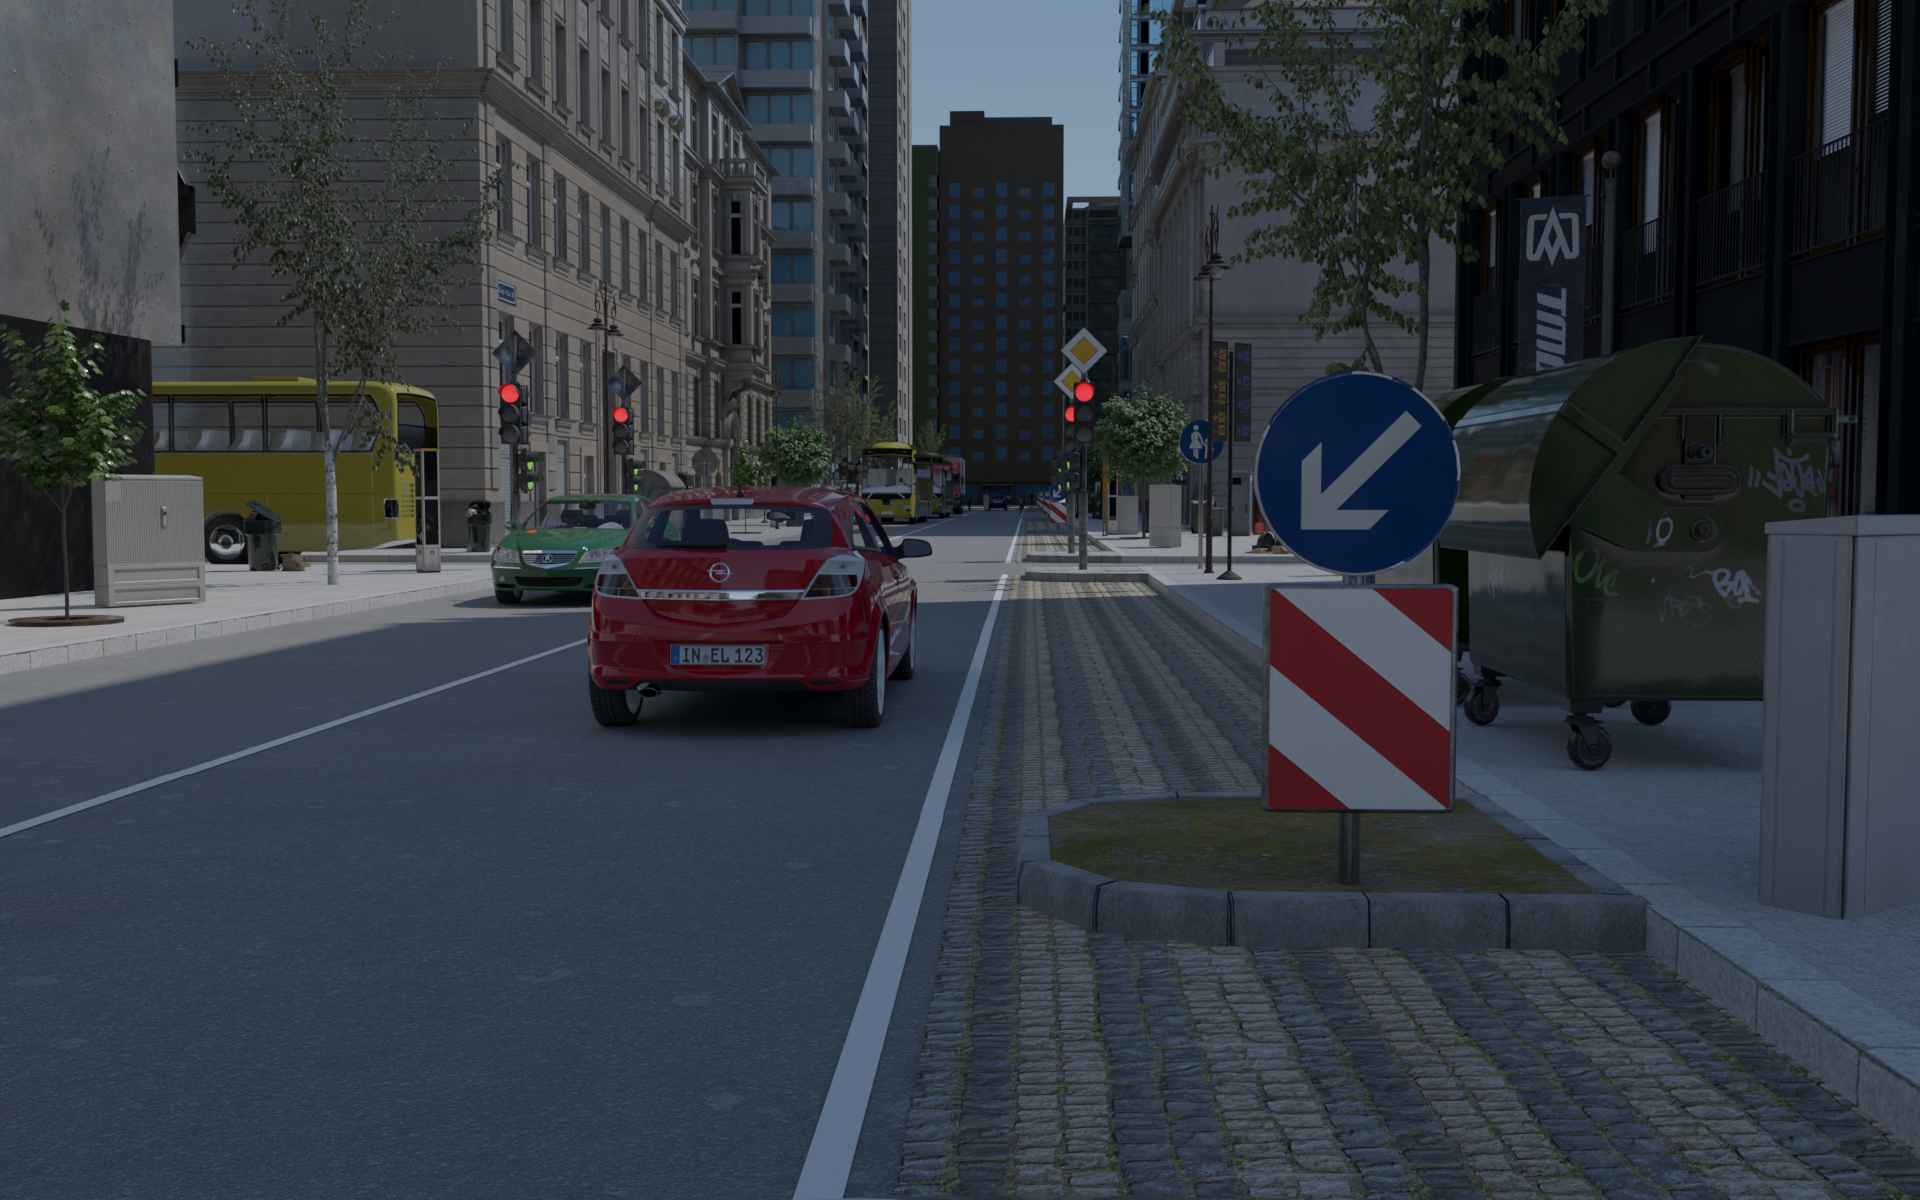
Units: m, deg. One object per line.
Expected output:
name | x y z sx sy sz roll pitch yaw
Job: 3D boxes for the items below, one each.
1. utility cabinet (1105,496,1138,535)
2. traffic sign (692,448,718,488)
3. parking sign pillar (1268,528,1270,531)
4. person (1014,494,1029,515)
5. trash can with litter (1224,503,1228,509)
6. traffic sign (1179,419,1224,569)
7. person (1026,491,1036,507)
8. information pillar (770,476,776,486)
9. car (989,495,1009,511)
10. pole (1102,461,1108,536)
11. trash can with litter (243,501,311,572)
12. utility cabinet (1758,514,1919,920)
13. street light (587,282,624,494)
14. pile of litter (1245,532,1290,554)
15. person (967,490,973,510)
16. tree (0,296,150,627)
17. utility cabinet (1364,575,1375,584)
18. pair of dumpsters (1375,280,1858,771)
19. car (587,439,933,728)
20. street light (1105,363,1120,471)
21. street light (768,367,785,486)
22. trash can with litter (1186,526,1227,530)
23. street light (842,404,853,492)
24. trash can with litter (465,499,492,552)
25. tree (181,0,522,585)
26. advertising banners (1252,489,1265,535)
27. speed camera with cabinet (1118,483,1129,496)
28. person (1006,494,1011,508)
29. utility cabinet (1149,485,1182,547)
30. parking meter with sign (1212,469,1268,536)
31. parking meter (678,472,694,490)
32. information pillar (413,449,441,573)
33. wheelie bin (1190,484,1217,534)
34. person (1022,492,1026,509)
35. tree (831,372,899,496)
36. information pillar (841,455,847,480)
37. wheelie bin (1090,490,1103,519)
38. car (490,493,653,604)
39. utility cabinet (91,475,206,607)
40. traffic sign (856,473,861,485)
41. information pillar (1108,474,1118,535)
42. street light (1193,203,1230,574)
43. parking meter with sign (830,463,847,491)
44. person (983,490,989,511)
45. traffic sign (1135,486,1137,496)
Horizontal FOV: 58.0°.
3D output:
utility cabinet | 5.099 -2.660 54.655 1.020 1.237 0.306 0 4 1
traffic sign | -7.131 -2.954 48.398 0.768 2.556 0.104 1 4 8
parking sign pillar | 11.083 -4.362 59.787 1.447 3.967 1.447 0 4 5
person | 4.172 -6.481 117.729 1.065 1.426 0.557 1 4 18
trash can with litter | 9.107 -2.768 56.643 0.624 1.170 1.055 2 4 32
traffic sign | 4.120 -1.804 29.608 0.768 2.556 0.104 0 4 8
person | 7.437 -10.499 180.682 1.217 1.766 0.721 -2 4 -32
information pillar | -7.125 -3.781 66.319 0.304 2.012 0.304 0 4 -8
car | 3.293 -8.511 151.729 1.945 1.354 3.894 0 4 0
pole | 4.424 -3.598 52.673 0.158 3.312 0.155 0 3 0
trash can with litter | -11.385 -1.072 28.910 1.055 1.170 0.624 0 4 4
utility cabinet | 2.986 0.341 5.583 1.020 1.237 0.306 -2 4 -35
street light | -7.715 -3.980 37.865 0.468 5.910 1.993 0 4 2
pile of litter | 7.065 -1.437 37.468 1.719 0.858 1.176 1 4 16
person | 0.902 -9.048 156.437 0.705 1.823 1.348 1 4 17
tree | -8.755 -1.371 17.011 1.663 3.219 1.824 0 3 0
utility cabinet | 5.434 -0.814 21.983 1.173 1.500 0.318 -3 4 -38
pair of dumpsters | 3.412 -0.457 9.963 1.574 2.255 4.437 0 4 2
car | -1.296 -0.189 12.138 2.155 1.783 4.494 0 4 2
street light | 5.368 -5.389 60.905 0.468 5.910 1.993 0 4 2
street light | -6.688 -5.531 63.216 0.468 5.910 1.993 0 4 2
trash can with litter | 8.710 -3.149 62.547 1.678 1.210 2.233 0 4 1
street light | -5.757 -7.082 88.571 0.468 5.910 1.993 0 4 2
trash can with litter | -10.752 -1.649 38.347 0.624 1.170 1.055 -2 4 -31
tree | -8.638 -4.518 24.237 4.360 8.622 3.978 0 3 0
advertising banners | 9.316 -3.539 54.055 2.074 3.025 0.090 -2 4 -32
speed camera with cabinet | 7.202 -5.199 79.334 0.660 3.252 2.038 1 4 21
person | 4.985 -10.129 177.292 0.799 1.438 0.628 1 4 22
utility cabinet | 4.936 -2.013 41.585 0.318 1.500 1.173 -1 4 -19
parking meter with sign | 8.526 -3.456 52.771 1.738 3.016 0.543 1 4 19
parking meter | -7.106 -2.401 44.975 0.399 1.863 0.255 3 4 37
information pillar | -8.665 -1.449 28.182 0.304 2.012 0.304 -3 5 -42
wheelie bin | 7.870 -2.943 56.026 0.980 1.594 0.693 3 4 38
person | 6.158 -9.541 165.966 0.415 1.643 0.593 0 4 2
tree | -5.858 -9.480 105.362 4.737 8.622 4.395 0 3 0
information pillar | -6.869 -6.807 102.641 0.504 3.616 0.183 1 4 11
wheelie bin | 7.071 -4.943 88.724 0.693 1.594 0.980 2 4 30
car | -5.095 -0.755 24.142 2.131 1.459 4.920 0 4 2
utility cabinet | -9.302 -0.686 19.895 0.318 1.500 1.173 2 4 35
traffic sign | -5.680 -6.181 101.163 0.768 2.556 0.104 1 4 8
information pillar | 4.774 -3.047 54.308 0.304 2.012 0.304 0 4 -3
street light | 4.030 -3.369 27.872 0.468 5.910 1.993 0 4 2
parking meter with sign | -6.556 -6.094 95.906 0.543 3.016 1.738 -2 4 -32
person | 2.174 -8.328 145.329 0.551 1.740 0.621 -1 4 -13
traffic sign | 5.616 -3.374 55.271 0.768 2.556 0.104 1 4 10
